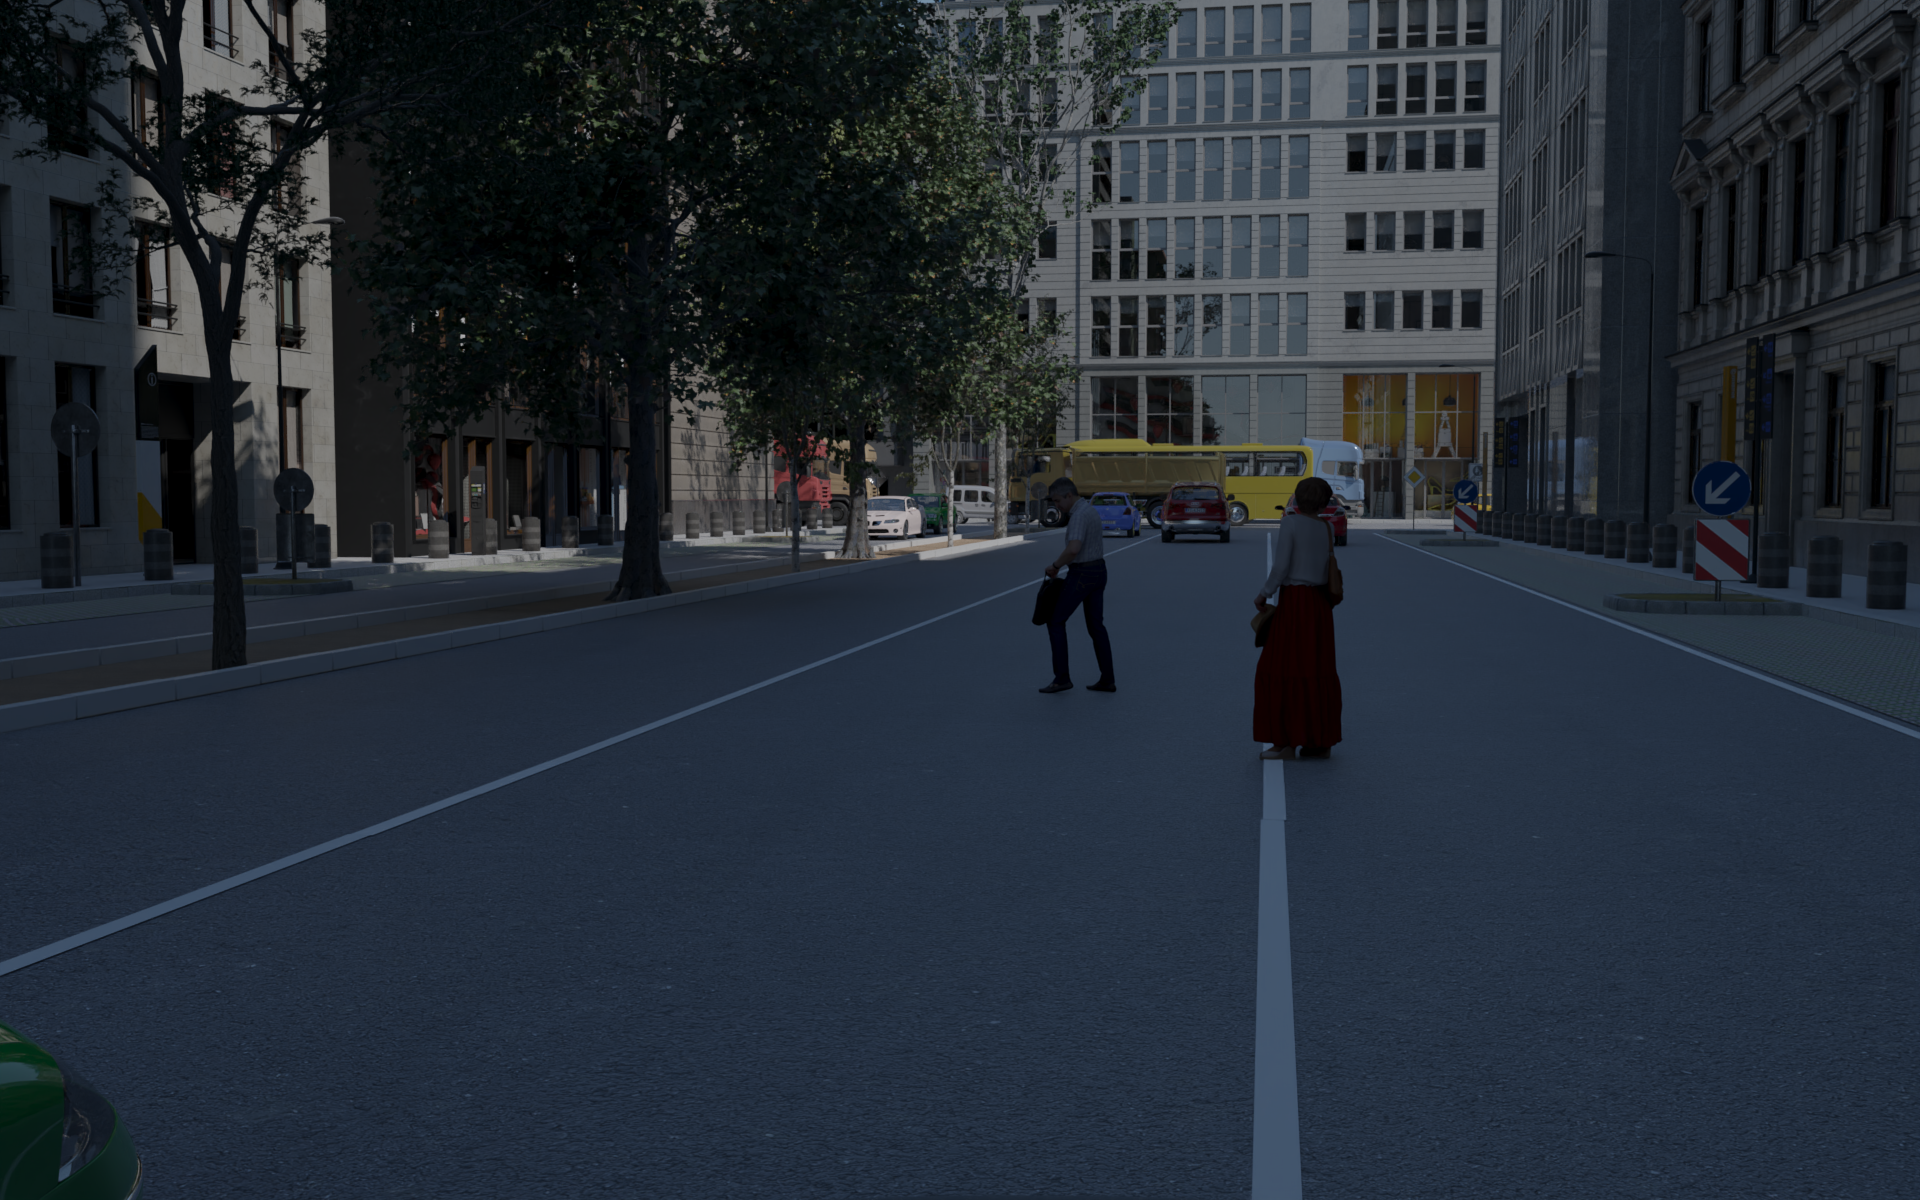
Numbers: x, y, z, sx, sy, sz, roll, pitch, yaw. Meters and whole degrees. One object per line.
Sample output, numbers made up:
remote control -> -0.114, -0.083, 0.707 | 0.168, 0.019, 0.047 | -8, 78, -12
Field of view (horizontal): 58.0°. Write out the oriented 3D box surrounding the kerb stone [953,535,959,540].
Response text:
kerb stone -> -0.248, -1.902, 53.378 | 0.120, 0.150, 1.000 | 1, 4, 10

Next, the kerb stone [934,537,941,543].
kerb stone -> -0.790, -1.722, 50.347 | 0.120, 0.150, 1.000 | 1, 4, 10

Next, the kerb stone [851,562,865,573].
kerb stone -> -1.968, -0.579, 31.742 | 0.120, 0.150, 1.000 | 1, 4, 10

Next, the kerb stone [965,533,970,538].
kerb stone -> 0.103, -2.031, 55.400 | 0.120, 0.150, 1.000 | 1, 4, 10

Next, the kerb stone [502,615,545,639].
kerb stone -> -4.501, 0.286, 17.570 | 0.120, 0.150, 1.000 | 1, 4, 10

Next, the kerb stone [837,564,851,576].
kerb stone -> -2.158, -0.518, 30.735 | 0.120, 0.150, 1.000 | 1, 4, 10

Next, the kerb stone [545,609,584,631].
kerb stone -> -4.313, 0.223, 18.578 | 0.120, 0.150, 1.000 | 1, 4, 10

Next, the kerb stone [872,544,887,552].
kerb stone -> -2.056, -1.285, 43.245 | 0.120, 0.150, 1.000 | 1, 4, 10

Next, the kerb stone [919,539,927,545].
kerb stone -> -1.150, -1.598, 48.322 | 0.120, 0.150, 1.000 | 1, 4, 10

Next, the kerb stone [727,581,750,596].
kerb stone -> -3.239, -0.151, 24.660 | 0.120, 0.150, 1.000 | 1, 4, 10

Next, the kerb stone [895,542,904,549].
kerb stone -> -1.699, -1.411, 45.273 | 0.120, 0.150, 1.000 | 1, 4, 10

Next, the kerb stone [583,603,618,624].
kerb stone -> -4.136, 0.159, 19.591 | 0.120, 0.150, 1.000 | 1, 4, 10

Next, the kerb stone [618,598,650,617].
kerb stone -> -3.956, 0.097, 20.605 | 0.120, 0.150, 1.000 | 1, 4, 10

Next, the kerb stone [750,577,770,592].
kerb stone -> -3.054, -0.213, 25.675 | 0.120, 0.150, 1.000 | 1, 4, 10

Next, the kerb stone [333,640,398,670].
kerb stone -> -5.046, 0.471, 14.544 | 0.120, 0.150, 1.000 | 1, 4, 10

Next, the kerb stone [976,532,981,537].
kerb stone -> 0.468, -2.155, 57.430 | 0.120, 0.150, 1.000 | 1, 4, 10

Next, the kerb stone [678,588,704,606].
kerb stone -> -3.600, -0.026, 22.625 | 0.120, 0.150, 1.000 | 1, 4, 10

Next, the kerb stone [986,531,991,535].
kerb stone -> 0.827, -2.275, 59.450 | 0.120, 0.150, 1.000 | 1, 4, 10

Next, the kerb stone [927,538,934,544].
kerb stone -> -0.972, -1.660, 49.339 | 0.120, 0.150, 1.000 | 1, 4, 10

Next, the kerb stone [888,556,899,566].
kerb stone -> -1.436, -0.769, 34.770 | 0.120, 0.150, 1.000 | 1, 4, 10

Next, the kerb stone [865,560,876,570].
kerb stone -> -1.800, -0.643, 32.753 | 0.120, 0.150, 1.000 | 1, 4, 10

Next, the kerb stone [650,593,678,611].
kerb stone -> -3.779, 0.038, 21.615 | 0.120, 0.150, 1.000 | 1, 4, 10

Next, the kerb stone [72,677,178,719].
kerb stone -> -5.581, 0.654, 11.510 | 0.120, 0.150, 1.000 | 1, 4, 10

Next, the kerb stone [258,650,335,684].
kerb stone -> -5.225, 0.530, 13.529 | 0.120, 0.150, 1.000 | 1, 4, 10

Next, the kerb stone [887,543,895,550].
kerb stone -> -1.879, -1.350, 44.261 | 0.120, 0.150, 1.000 | 1, 4, 10

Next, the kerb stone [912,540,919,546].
kerb stone -> -1.338, -1.536, 47.303 | 0.120, 0.150, 1.000 | 1, 4, 10

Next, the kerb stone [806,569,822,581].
kerb stone -> -2.521, -0.394, 28.704 | 0.120, 0.150, 1.000 | 1, 4, 10

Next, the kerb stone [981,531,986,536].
kerb stone -> 0.647, -2.217, 58.441 | 0.120, 0.150, 1.000 | 1, 4, 10

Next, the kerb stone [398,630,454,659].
kerb stone -> -4.856, 0.408, 15.551 | 0.120, 0.150, 1.000 | 1, 4, 10

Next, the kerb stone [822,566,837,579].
kerb stone -> -2.335, -0.458, 29.712 | 0.120, 0.150, 1.000 | 1, 4, 10

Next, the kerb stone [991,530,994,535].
kerb stone -> 1.003, -2.341, 60.467 | 0.120, 0.150, 1.000 | 1, 4, 10

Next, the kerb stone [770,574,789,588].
kerb stone -> -2.876, -0.273, 26.685 | 0.120, 0.150, 1.000 | 1, 4, 10

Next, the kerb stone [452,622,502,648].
kerb stone -> -4.680, 0.345, 16.561 | 0.120, 0.150, 1.000 | 1, 4, 10

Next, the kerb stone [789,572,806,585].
kerb stone -> -2.699, -0.336, 27.694 | 0.120, 0.150, 1.000 | 1, 4, 10

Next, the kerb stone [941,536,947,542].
kerb stone -> -0.617, -1.784, 51.361 | 0.120, 0.150, 1.000 | 1, 4, 10

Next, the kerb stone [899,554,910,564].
kerb stone -> -1.252, -0.831, 35.779 | 0.120, 0.150, 1.000 | 1, 4, 10

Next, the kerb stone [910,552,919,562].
kerb stone -> -1.078, -0.893, 36.789 | 0.120, 0.150, 1.000 | 1, 4, 10

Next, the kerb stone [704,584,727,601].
kerb stone -> -3.422, -0.088, 23.642 | 0.120, 0.150, 1.000 | 1, 4, 10

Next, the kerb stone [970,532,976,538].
kerb stone -> 0.288, -2.093, 56.413 | 0.120, 0.150, 1.000 | 1, 4, 10

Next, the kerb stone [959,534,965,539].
kerb stone -> -0.081, -1.969, 54.392 | 0.120, 0.150, 1.000 | 1, 4, 10

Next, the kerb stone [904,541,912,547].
kerb stone -> -1.522, -1.474, 46.289 | 0.120, 0.150, 1.000 | 1, 4, 10

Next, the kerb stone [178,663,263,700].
kerb stone -> -5.400, 0.597, 12.519 | 0.120, 0.150, 1.000 | 1, 4, 10

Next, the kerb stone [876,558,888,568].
kerb stone -> -1.615, -0.704, 33.761 | 0.120, 0.150, 1.000 | 1, 4, 10

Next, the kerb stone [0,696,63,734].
kerb stone -> -5.753, 0.715, 10.500 | 0.120, 0.150, 1.000 | 1, 4, 10

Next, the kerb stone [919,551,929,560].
kerb stone -> -0.895, -0.955, 37.812 | 0.120, 0.150, 1.000 | 1, 4, 10
